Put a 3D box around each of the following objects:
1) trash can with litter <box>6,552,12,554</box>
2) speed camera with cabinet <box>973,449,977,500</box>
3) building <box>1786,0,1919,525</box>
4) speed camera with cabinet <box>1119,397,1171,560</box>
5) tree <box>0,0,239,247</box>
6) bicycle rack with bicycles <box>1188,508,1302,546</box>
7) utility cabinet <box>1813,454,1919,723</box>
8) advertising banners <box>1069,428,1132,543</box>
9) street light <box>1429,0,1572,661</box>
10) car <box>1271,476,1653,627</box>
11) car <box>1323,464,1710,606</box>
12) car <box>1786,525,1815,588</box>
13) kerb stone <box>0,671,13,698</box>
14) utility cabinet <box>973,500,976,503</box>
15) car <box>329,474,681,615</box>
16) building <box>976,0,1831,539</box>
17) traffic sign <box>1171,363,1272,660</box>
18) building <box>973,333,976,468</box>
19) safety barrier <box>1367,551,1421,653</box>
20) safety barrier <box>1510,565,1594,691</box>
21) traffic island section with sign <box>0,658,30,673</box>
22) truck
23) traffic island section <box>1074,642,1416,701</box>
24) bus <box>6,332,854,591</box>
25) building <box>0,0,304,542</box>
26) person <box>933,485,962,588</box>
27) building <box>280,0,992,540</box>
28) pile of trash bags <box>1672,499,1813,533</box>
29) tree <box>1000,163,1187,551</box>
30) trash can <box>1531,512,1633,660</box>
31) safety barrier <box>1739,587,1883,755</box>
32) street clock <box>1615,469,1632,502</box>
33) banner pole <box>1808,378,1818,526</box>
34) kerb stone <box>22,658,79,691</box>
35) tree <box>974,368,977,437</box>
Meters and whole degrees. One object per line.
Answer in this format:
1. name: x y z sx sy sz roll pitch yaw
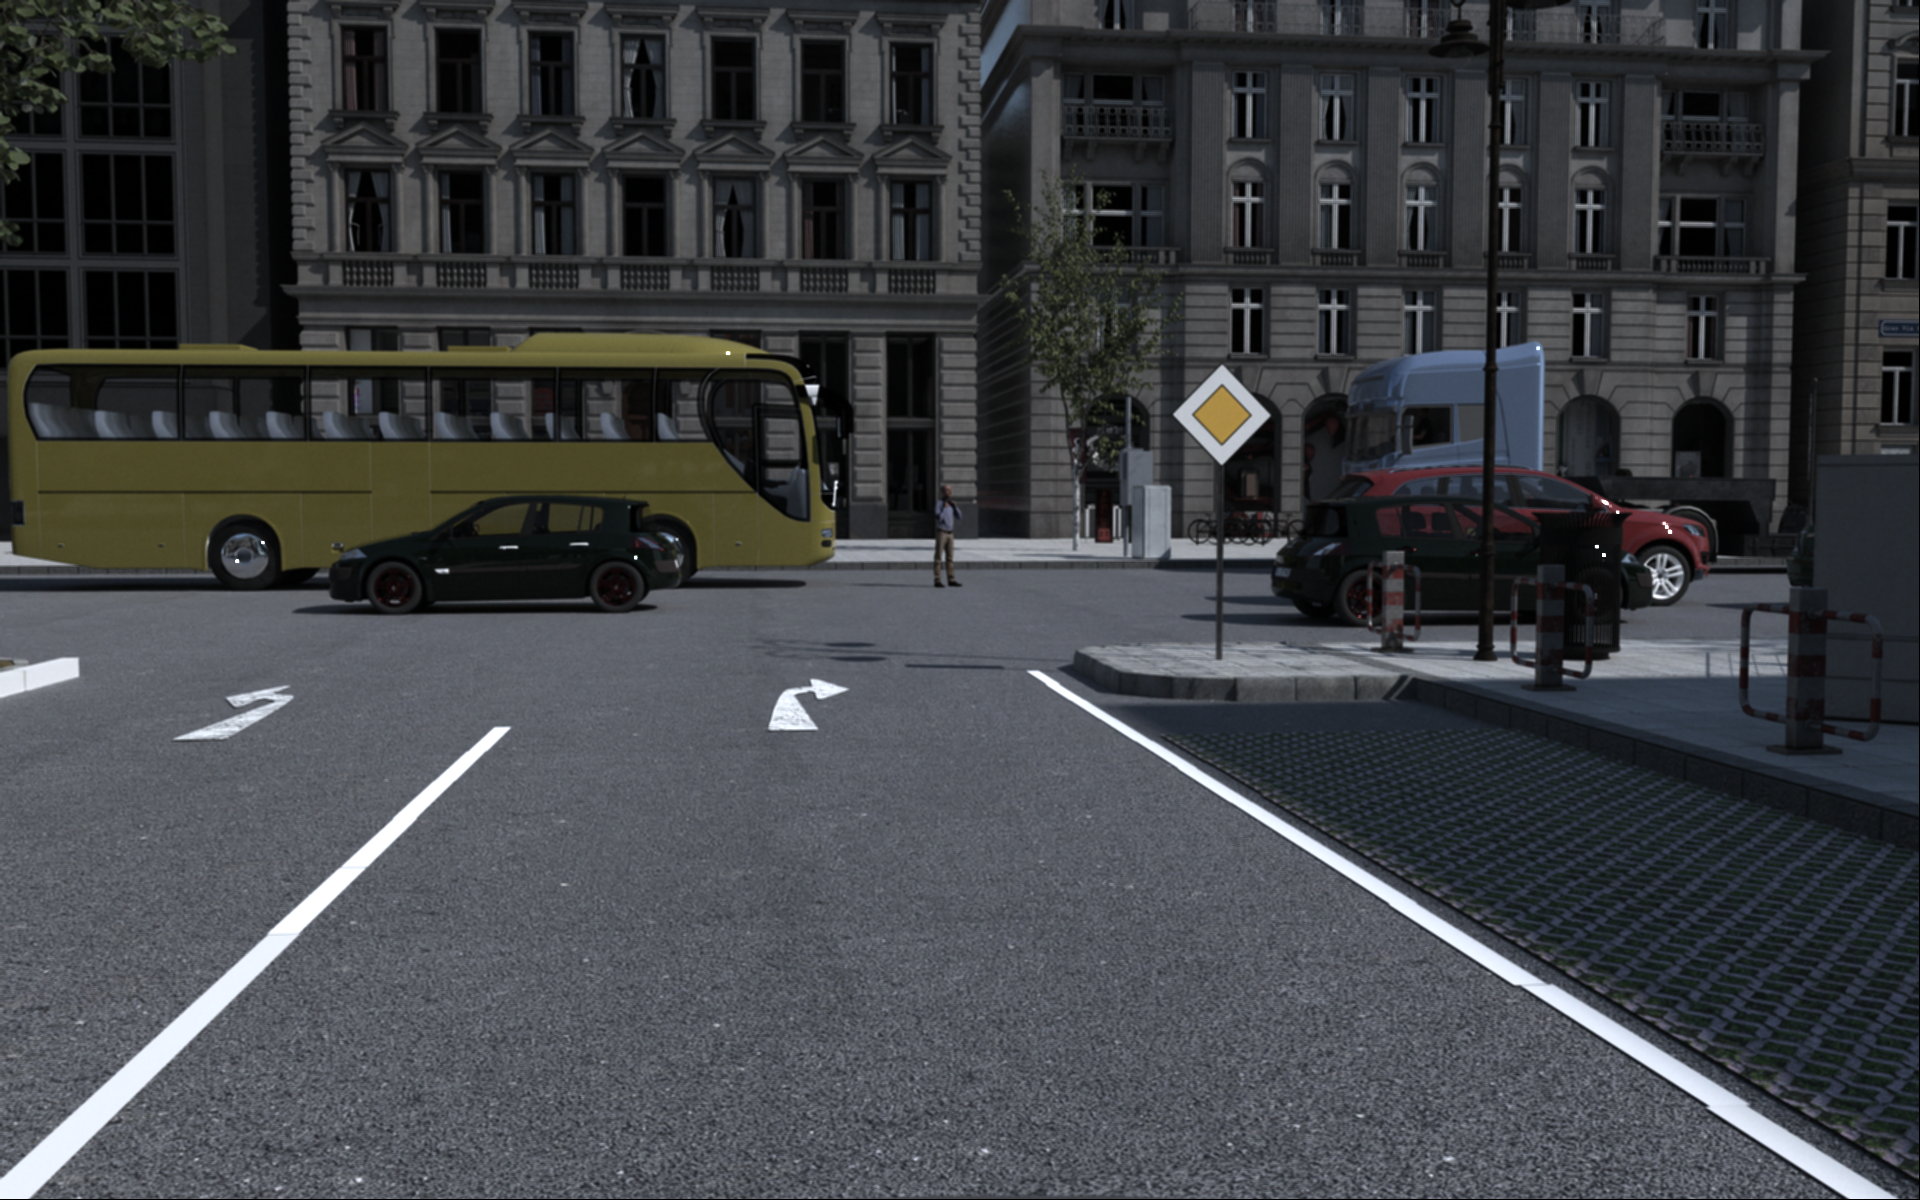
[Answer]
1. trash can with litter: -19.581 -1.584 36.952 1.678 1.210 2.233 -2 4 -30
2. speed camera with cabinet: -0.009 -4.526 68.340 2.038 3.252 0.660 3 5 39
3. building: 37.610 -15.949 58.031 25.104 27.353 12.463 0 4 -7
4. speed camera with cabinet: 3.701 -2.464 34.627 0.660 3.252 2.038 0 4 -8
5. tree: -7.077 -5.346 7.999 7.486 12.596 7.792 0 3 0
6. bicycle rack with bicycles: 7.133 -1.885 44.205 2.925 0.926 2.852 2 4 32
7. utility cabinet: 5.413 -0.058 9.633 1.173 1.500 0.318 2 4 33
8. advertising banners: 3.816 -3.014 45.473 2.074 3.025 0.090 1 4 19
9. street light: 4.057 -2.472 13.198 0.468 5.910 1.993 0 4 -7
10. car: 5.626 -0.597 19.549 4.222 1.686 2.009 0 4 -7
11. car: 7.210 -0.867 22.853 5.304 1.827 2.281 0 4 -6
12. car: 12.906 -0.603 21.652 4.920 1.459 2.131 -1 4 -9
13. kerb stone: -6.794 0.620 12.066 0.120 0.150 1.000 0 4 -7
14. utility cabinet: 0.631 -5.147 92.834 1.173 1.500 0.318 -1 4 -21
15. car: -5.588 -0.713 21.436 4.222 1.686 2.009 0 4 -6
16. building: 12.740 -13.098 55.949 24.055 21.916 13.314 0 4 -7
17. traffic sign: 2.004 -0.594 13.352 0.795 2.450 0.064 0 4 -7
18. building: 7.220 -36.414 219.072 21.600 48.544 21.300 0 4 -7
19. safety barrier: 3.521 0.011 14.090 0.300 0.817 1.120 0 4 -7
20. safety barrier: 3.860 0.180 11.335 0.300 0.817 1.120 0 4 -7
21. traffic island section with sign: -7.896 -0.265 12.473 2.006 1.907 1.989 0 4 -7
22. truck: 15.803 -2.592 32.140 18.799 4.110 2.967 0 4 -6
23. traffic island section: 2.026 0.541 13.432 2.009 0.180 2.903 0 4 -7
24. bus: -7.821 -2.158 26.825 12.252 3.916 2.896 0 4 -5
25. building: -31.210 -15.726 50.625 24.014 27.812 14.314 0 4 -7
26. person: -0.200 -0.988 26.719 0.516 1.574 0.319 -3 5 -40
27. building: -9.230 -13.650 52.062 19.941 23.489 11.050 0 4 -7
28. pile of trash bags: 19.550 -2.046 43.210 3.447 1.369 1.912 3 4 38
29. tree: 2.709 -5.409 38.794 4.737 8.622 4.395 0 3 0
30. trash can: 4.856 -0.117 13.568 0.748 1.137 0.748 0 3 0
31. safety barrier: 4.193 0.348 8.579 0.300 0.817 1.120 0 4 -7
32. street clock: 18.981 -2.753 49.584 0.358 2.002 0.471 -1 4 -20
33. banner pole: 18.502 -2.915 37.682 0.401 3.779 0.863 1 4 19
34. kerb stone: -6.912 0.557 13.084 0.120 0.150 1.000 0 4 -7
35. tree: 0.502 -9.145 99.878 4.360 8.622 3.978 0 3 0
